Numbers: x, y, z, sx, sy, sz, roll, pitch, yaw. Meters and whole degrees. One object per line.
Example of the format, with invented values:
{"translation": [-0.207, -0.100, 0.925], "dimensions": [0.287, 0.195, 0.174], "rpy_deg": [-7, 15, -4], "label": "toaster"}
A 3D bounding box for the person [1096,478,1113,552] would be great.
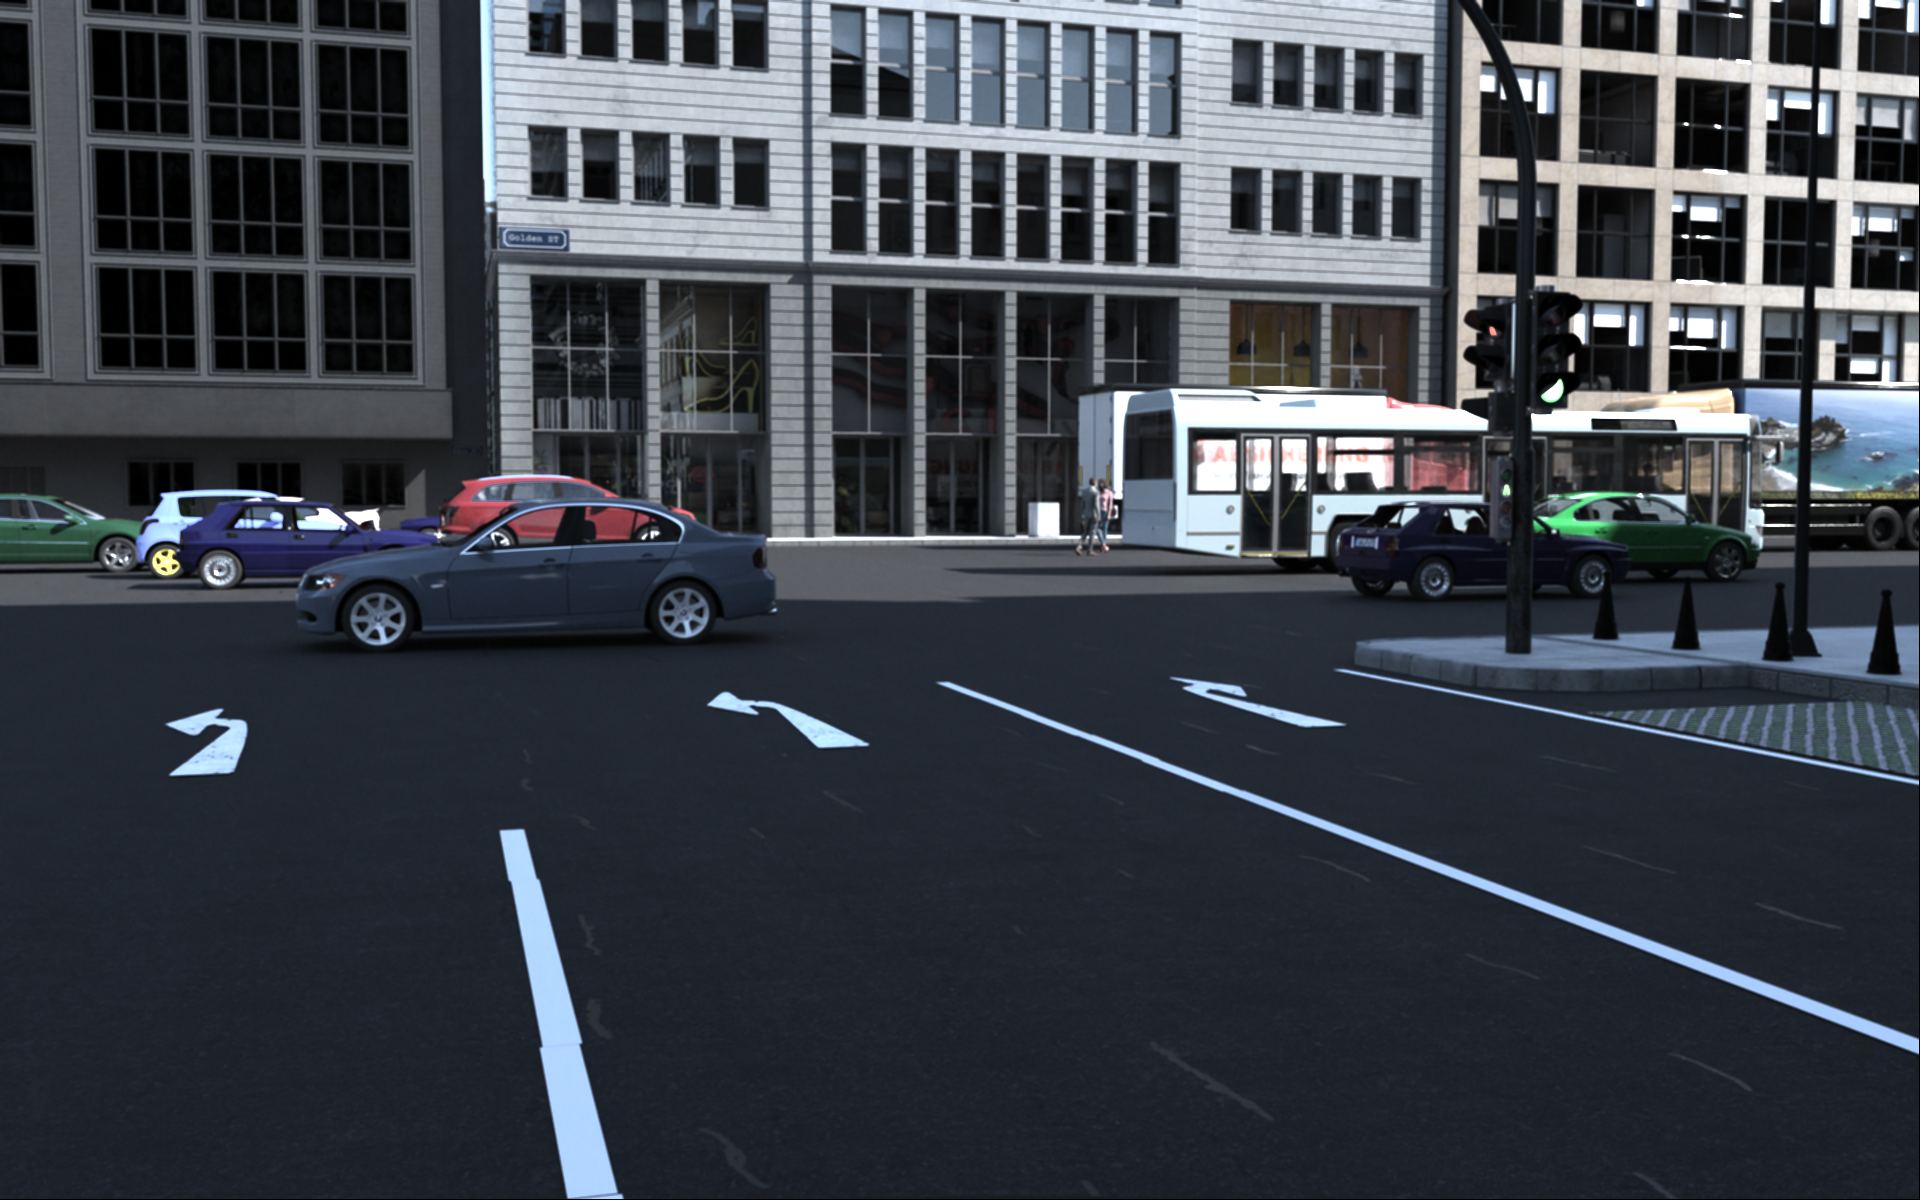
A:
{"translation": [3.485, -2.091, 42.705], "dimensions": [0.555, 1.821, 0.388], "rpy_deg": [2, 4, 26], "label": "person"}

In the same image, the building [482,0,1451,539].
{"translation": [-0.083, -17.052, 56.289], "dimensions": [29.804, 29.767, 11.434], "rpy_deg": [-1, 4, -17], "label": "building"}

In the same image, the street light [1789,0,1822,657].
{"translation": [6.163, -2.503, 13.473], "dimensions": [1.470, 5.913, 1.316], "rpy_deg": [-1, 4, -17], "label": "street light"}

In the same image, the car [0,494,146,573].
{"translation": [-16.980, -1.231, 31.929], "dimensions": [4.920, 1.459, 2.131], "rpy_deg": [-1, 4, -18], "label": "car"}

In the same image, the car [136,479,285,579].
{"translation": [-12.281, -1.256, 30.129], "dimensions": [3.694, 1.707, 1.945], "rpy_deg": [-1, 4, -15], "label": "car"}

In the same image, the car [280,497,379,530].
{"translation": [-14.509, -1.435, 35.829], "dimensions": [4.827, 1.381, 2.083], "rpy_deg": [-1, 4, -18], "label": "car"}

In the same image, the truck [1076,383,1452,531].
{"translation": [8.796, -3.519, 46.449], "dimensions": [11.283, 4.237, 2.839], "rpy_deg": [-1, 4, -18], "label": "truck"}

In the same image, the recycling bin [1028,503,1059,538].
{"translation": [2.473, -2.363, 51.181], "dimensions": [0.722, 1.027, 0.722], "rpy_deg": [-1, 4, -19], "label": "recycling bin"}

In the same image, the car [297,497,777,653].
{"translation": [-4.057, -0.295, 16.826], "dimensions": [4.499, 1.417, 2.014], "rpy_deg": [-1, 4, -17], "label": "car"}

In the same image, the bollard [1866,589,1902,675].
{"translation": [6.616, 0.224, 12.383], "dimensions": [0.229, 0.601, 0.229], "rpy_deg": [0, 3, 0], "label": "bollard"}

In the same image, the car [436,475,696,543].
{"translation": [-8.075, -1.659, 35.801], "dimensions": [5.304, 1.827, 2.281], "rpy_deg": [-1, 4, -15], "label": "car"}

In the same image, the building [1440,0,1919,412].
{"translation": [29.454, -16.188, 69.182], "dimensions": [34.151, 26.468, 19.350], "rpy_deg": [-1, 4, -17], "label": "building"}

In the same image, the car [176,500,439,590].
{"translation": [-10.095, -0.887, 27.078], "dimensions": [3.894, 1.354, 1.945], "rpy_deg": [-1, 4, -18], "label": "car"}

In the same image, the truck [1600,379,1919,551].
{"translation": [20.860, -3.362, 43.890], "dimensions": [11.283, 4.237, 2.839], "rpy_deg": [-1, 4, -15], "label": "truck"}

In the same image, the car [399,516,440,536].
{"translation": [-11.957, -1.860, 42.997], "dimensions": [3.894, 1.354, 1.945], "rpy_deg": [-1, 4, -18], "label": "car"}

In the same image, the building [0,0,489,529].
{"translation": [-26.246, -15.683, 49.920], "dimensions": [24.014, 27.812, 14.314], "rpy_deg": [-1, 4, -17], "label": "building"}

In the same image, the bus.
{"translation": [9.732, -2.333, 32.998], "dimensions": [13.247, 3.499, 2.948], "rpy_deg": [-1, 4, -16], "label": "bus"}

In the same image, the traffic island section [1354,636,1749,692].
{"translation": [4.520, 0.505, 14.021], "dimensions": [2.009, 0.180, 2.903], "rpy_deg": [-1, 4, -17], "label": "traffic island section"}

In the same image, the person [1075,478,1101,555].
{"translation": [3.064, -1.948, 40.478], "dimensions": [0.709, 1.813, 0.853], "rpy_deg": [3, 5, 45], "label": "person"}

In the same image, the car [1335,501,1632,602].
{"translation": [7.311, -0.710, 24.182], "dimensions": [3.894, 1.354, 1.945], "rpy_deg": [-1, 4, -17], "label": "car"}

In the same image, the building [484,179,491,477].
{"translation": [-58.153, -32.081, 216.408], "dimensions": [23.993, 40.220, 32.217], "rpy_deg": [-1, 4, -17], "label": "building"}

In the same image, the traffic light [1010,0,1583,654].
{"translation": [2.501, -2.354, 13.155], "dimensions": [4.771, 5.953, 1.251], "rpy_deg": [-1, 4, -17], "label": "traffic light"}

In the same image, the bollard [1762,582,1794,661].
{"translation": [6.321, 0.164, 13.367], "dimensions": [0.229, 0.601, 0.229], "rpy_deg": [0, 3, 0], "label": "bollard"}

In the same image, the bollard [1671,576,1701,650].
{"translation": [6.024, 0.103, 14.350], "dimensions": [0.229, 0.601, 0.229], "rpy_deg": [0, 3, 0], "label": "bollard"}

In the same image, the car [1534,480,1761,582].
{"translation": [10.927, -1.212, 28.607], "dimensions": [4.718, 1.807, 1.959], "rpy_deg": [-1, 4, -15], "label": "car"}

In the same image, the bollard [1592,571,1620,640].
{"translation": [5.725, 0.043, 15.336], "dimensions": [0.229, 0.601, 0.229], "rpy_deg": [0, 3, 0], "label": "bollard"}
